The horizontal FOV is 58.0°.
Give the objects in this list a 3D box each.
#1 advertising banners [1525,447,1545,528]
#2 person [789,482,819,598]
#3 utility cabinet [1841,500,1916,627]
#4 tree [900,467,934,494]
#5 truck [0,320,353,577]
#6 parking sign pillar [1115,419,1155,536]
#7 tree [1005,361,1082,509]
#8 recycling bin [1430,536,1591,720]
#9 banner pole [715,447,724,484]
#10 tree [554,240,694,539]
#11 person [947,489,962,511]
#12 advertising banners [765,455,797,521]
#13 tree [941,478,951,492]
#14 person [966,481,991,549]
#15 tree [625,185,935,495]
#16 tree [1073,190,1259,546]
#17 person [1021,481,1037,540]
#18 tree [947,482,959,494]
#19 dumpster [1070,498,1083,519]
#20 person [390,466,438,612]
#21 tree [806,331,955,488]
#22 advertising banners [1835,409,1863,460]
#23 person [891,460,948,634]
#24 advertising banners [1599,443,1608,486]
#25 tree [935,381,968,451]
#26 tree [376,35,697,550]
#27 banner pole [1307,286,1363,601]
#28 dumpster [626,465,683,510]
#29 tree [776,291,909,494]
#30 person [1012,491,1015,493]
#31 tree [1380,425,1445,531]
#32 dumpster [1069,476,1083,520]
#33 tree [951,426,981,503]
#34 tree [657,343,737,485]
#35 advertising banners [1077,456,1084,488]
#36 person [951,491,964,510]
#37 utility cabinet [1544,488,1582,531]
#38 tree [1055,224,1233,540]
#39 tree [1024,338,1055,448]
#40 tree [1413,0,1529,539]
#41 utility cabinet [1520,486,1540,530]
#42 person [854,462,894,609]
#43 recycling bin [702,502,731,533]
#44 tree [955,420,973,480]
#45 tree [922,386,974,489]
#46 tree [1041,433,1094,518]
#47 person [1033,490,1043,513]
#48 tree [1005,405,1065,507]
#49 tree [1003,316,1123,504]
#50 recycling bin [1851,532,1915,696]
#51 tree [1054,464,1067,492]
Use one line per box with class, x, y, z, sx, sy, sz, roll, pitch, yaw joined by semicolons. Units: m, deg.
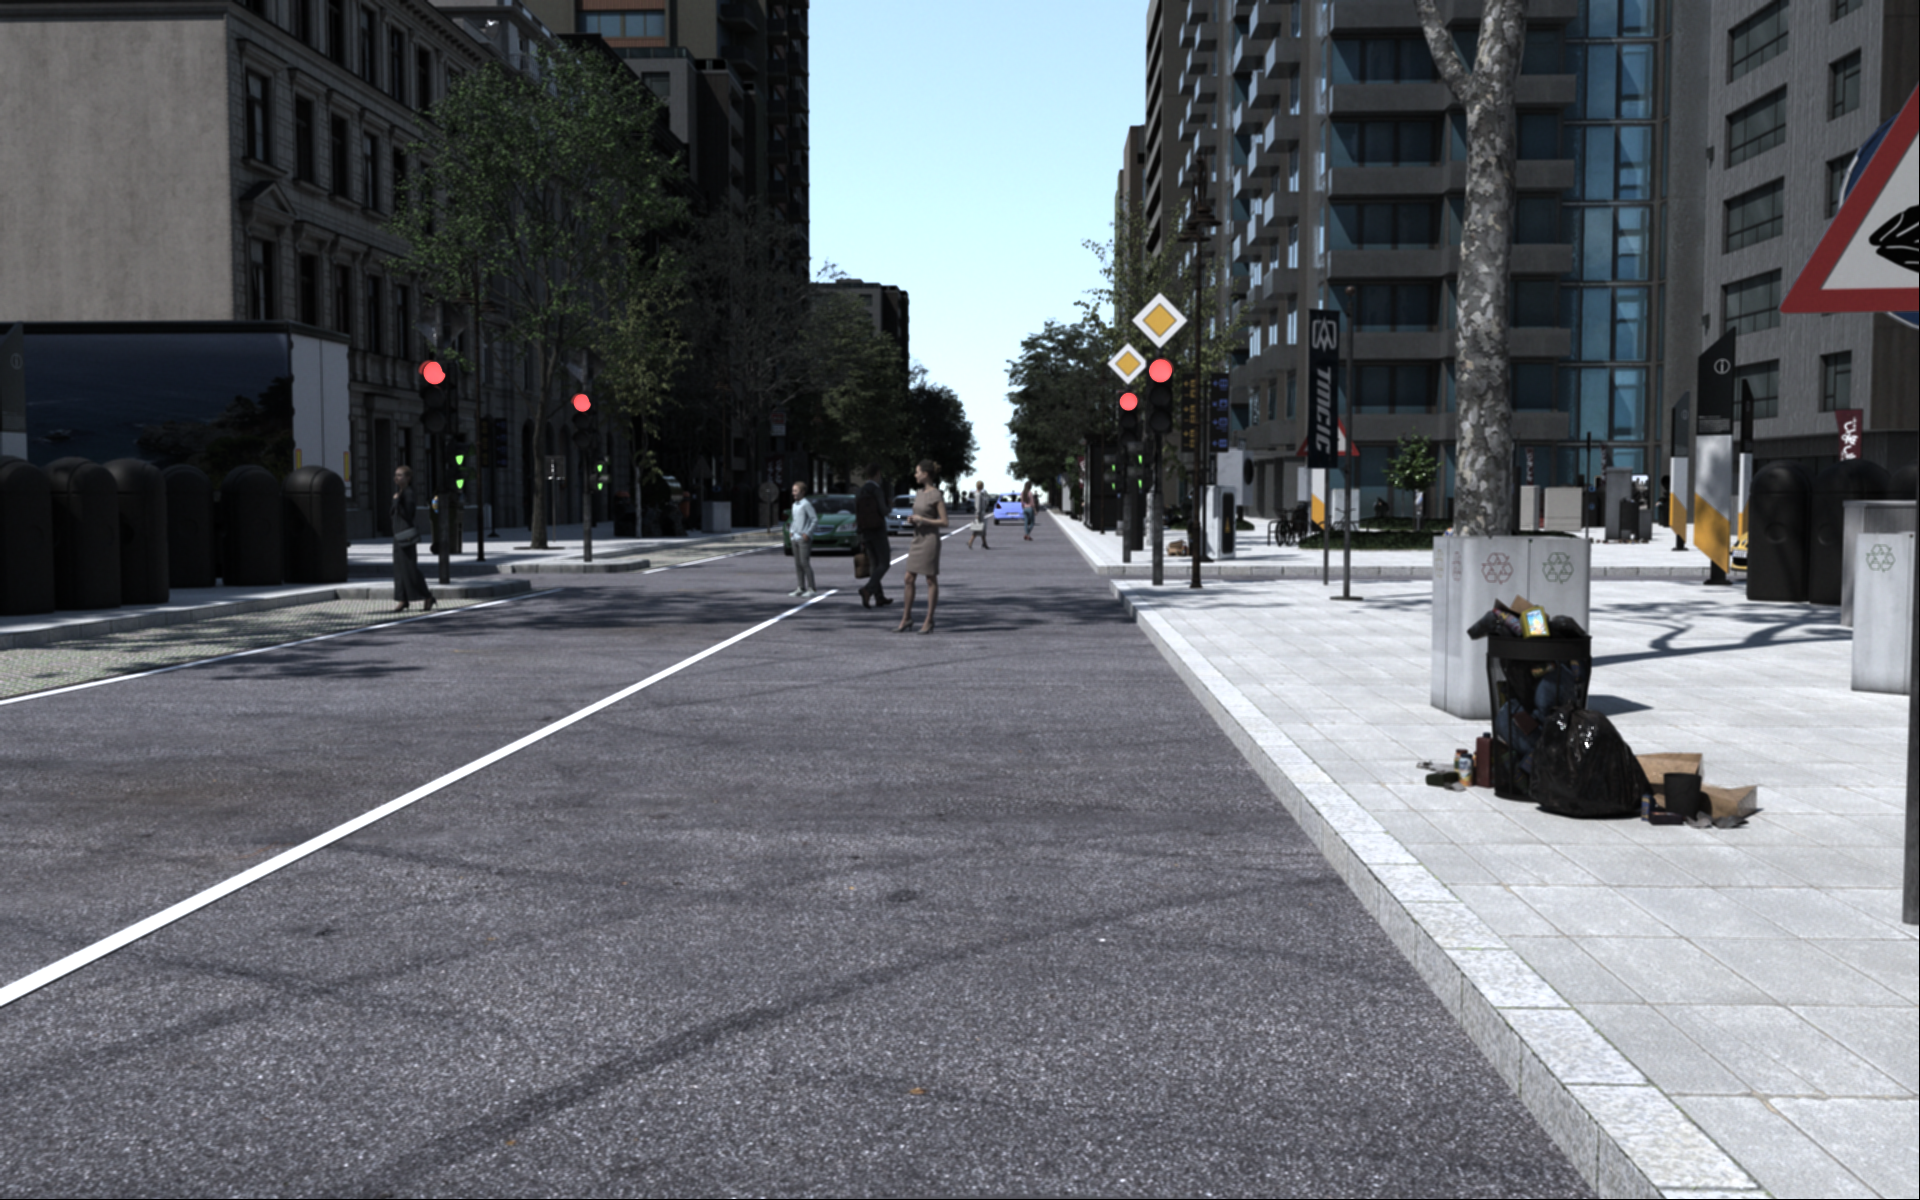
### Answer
advertising banners;21.734;-4.188;64.656;2.074;3.025;0.090;-2;4;-33
person;-2.216;-0.848;24.180;0.330;1.601;0.589;-2;4;-29
utility cabinet;9.087;-0.346;16.825;1.020;1.237;0.306;-1;4;-17
tree;-4.149;-11.041;164.234;4.285;4.588;4.351;0;3;0
truck;-16.281;-2.478;29.436;11.283;4.237;2.839;0;4;3
parking sign pillar;5.518;-3.963;53.272;1.447;3.967;1.447;-1;4;-8
tree;8.465;-13.994;145.803;9.611;12.733;9.660;0;3;0
recycling bin;3.215;0.147;10.158;0.722;1.027;0.722;0;4;-1
banner pole;-12.870;-6.296;92.960;0.863;3.779;0.401;2;4;31
tree;-9.414;-6.062;49.482;4.737;8.622;4.395;0;3;0
person;-0.450;-8.391;145.686;1.348;1.826;0.705;-1;4;-16
advertising banners;-8.223;-5.219;81.523;2.074;3.025;0.090;1;4;19
tree;-1.642;-17.540;237.134;4.737;8.622;4.395;0;3;0
person;0.477;-2.208;44.959;0.624;1.780;0.694;1;4;10
tree;-8.368;-9.708;69.089;12.009;13.543;11.850;0;3;0
tree;4.917;-5.643;42.631;4.737;8.622;4.395;0;3;0
person;2.142;-2.756;53.575;0.555;1.821;0.388;2;4;31
tree;-1.002;-15.580;249.337;1.663;3.219;1.824;0;3;0
dumpster;6.286;-5.101;89.165;1.264;1.857;1.865;0;4;2
person;-6.679;-0.738;20.990;0.576;1.772;0.534;3;5;42
tree;-6.301;-12.402;119.780;9.611;12.733;9.660;0;3;0
advertising banners;18.928;-2.391;35.278;2.074;3.025;0.090;2;4;30
person;-0.405;-0.545;17.750;0.374;1.781;0.599;-3;4;-38
advertising banners;22.809;-3.927;60.397;2.074;3.025;0.090;-3;5;-40
tree;-4.492;-14.523;147.822;12.009;13.543;11.850;0;3;0
tree;-9.619;-6.976;39.816;9.928;11.665;9.643;0;3;0
banner pole;4.490;-1.884;20.814;0.863;3.779;0.401;-2;4;-28
dumpster;-10.045;-3.330;56.943;1.502;2.255;1.985;0;4;2
tree;-6.764;-10.974;97.554;7.486;12.596;7.792;0;3;0
person;4.952;-9.487;164.136;0.750;1.759;0.617;-2;4;-30
tree;12.817;-3.320;48.876;1.663;3.219;1.824;0;3;0
dumpster;6.144;-5.067;85.339;1.502;2.255;1.985;0;4;3
tree;-0.621;-20.466;260.372;9.928;11.665;9.643;0;3;0
tree;-12.729;-8.091;82.647;4.360;8.622;3.978;0;3;0
advertising banners;6.268;-5.088;79.376;2.074;3.025;0.090;2;4;32
person;-0.210;-9.005;156.408;1.217;1.739;0.721;0;4;5
utility cabinet;20.385;-3.051;58.559;1.173;1.500;0.318;0;4;-3
tree;5.439;-5.989;48.283;4.360;8.622;3.978;0;3;0
tree;5.013;-7.475;72.573;4.360;8.622;3.978;0;3;0
tree;4.613;-9.594;12.746;12.611;20.169;13.585;0;3;0
utility cabinet;14.962;-2.316;46.548;0.318;1.500;1.173;-3;5;-41
person;-1.111;-0.822;21.907;0.622;1.834;0.822;3;4;37
recycling bin;-8.000;-2.710;56.854;0.722;1.027;0.722;-3;5;-41
tree;-3.487;-15.732;174.231;9.611;12.733;9.660;0;3;0
tree;-2.763;-18.160;203.562;9.857;13.997;8.962;0;3;0
tree;7.149;-6.733;93.791;4.285;4.588;4.351;0;3;0
person;6.019;-7.624;133.947;0.742;1.727;0.445;-1;4;-9
tree;9.460;-15.936;170.925;12.009;13.543;11.850;0;3;0
tree;7.691;-13.181;122.163;9.857;13.997;8.962;0;3;0
recycling bin;6.304;0.081;11.232;0.722;1.027;0.722;-3;5;-40
tree;6.704;-7.025;109.456;1.663;3.219;1.824;0;3;0
